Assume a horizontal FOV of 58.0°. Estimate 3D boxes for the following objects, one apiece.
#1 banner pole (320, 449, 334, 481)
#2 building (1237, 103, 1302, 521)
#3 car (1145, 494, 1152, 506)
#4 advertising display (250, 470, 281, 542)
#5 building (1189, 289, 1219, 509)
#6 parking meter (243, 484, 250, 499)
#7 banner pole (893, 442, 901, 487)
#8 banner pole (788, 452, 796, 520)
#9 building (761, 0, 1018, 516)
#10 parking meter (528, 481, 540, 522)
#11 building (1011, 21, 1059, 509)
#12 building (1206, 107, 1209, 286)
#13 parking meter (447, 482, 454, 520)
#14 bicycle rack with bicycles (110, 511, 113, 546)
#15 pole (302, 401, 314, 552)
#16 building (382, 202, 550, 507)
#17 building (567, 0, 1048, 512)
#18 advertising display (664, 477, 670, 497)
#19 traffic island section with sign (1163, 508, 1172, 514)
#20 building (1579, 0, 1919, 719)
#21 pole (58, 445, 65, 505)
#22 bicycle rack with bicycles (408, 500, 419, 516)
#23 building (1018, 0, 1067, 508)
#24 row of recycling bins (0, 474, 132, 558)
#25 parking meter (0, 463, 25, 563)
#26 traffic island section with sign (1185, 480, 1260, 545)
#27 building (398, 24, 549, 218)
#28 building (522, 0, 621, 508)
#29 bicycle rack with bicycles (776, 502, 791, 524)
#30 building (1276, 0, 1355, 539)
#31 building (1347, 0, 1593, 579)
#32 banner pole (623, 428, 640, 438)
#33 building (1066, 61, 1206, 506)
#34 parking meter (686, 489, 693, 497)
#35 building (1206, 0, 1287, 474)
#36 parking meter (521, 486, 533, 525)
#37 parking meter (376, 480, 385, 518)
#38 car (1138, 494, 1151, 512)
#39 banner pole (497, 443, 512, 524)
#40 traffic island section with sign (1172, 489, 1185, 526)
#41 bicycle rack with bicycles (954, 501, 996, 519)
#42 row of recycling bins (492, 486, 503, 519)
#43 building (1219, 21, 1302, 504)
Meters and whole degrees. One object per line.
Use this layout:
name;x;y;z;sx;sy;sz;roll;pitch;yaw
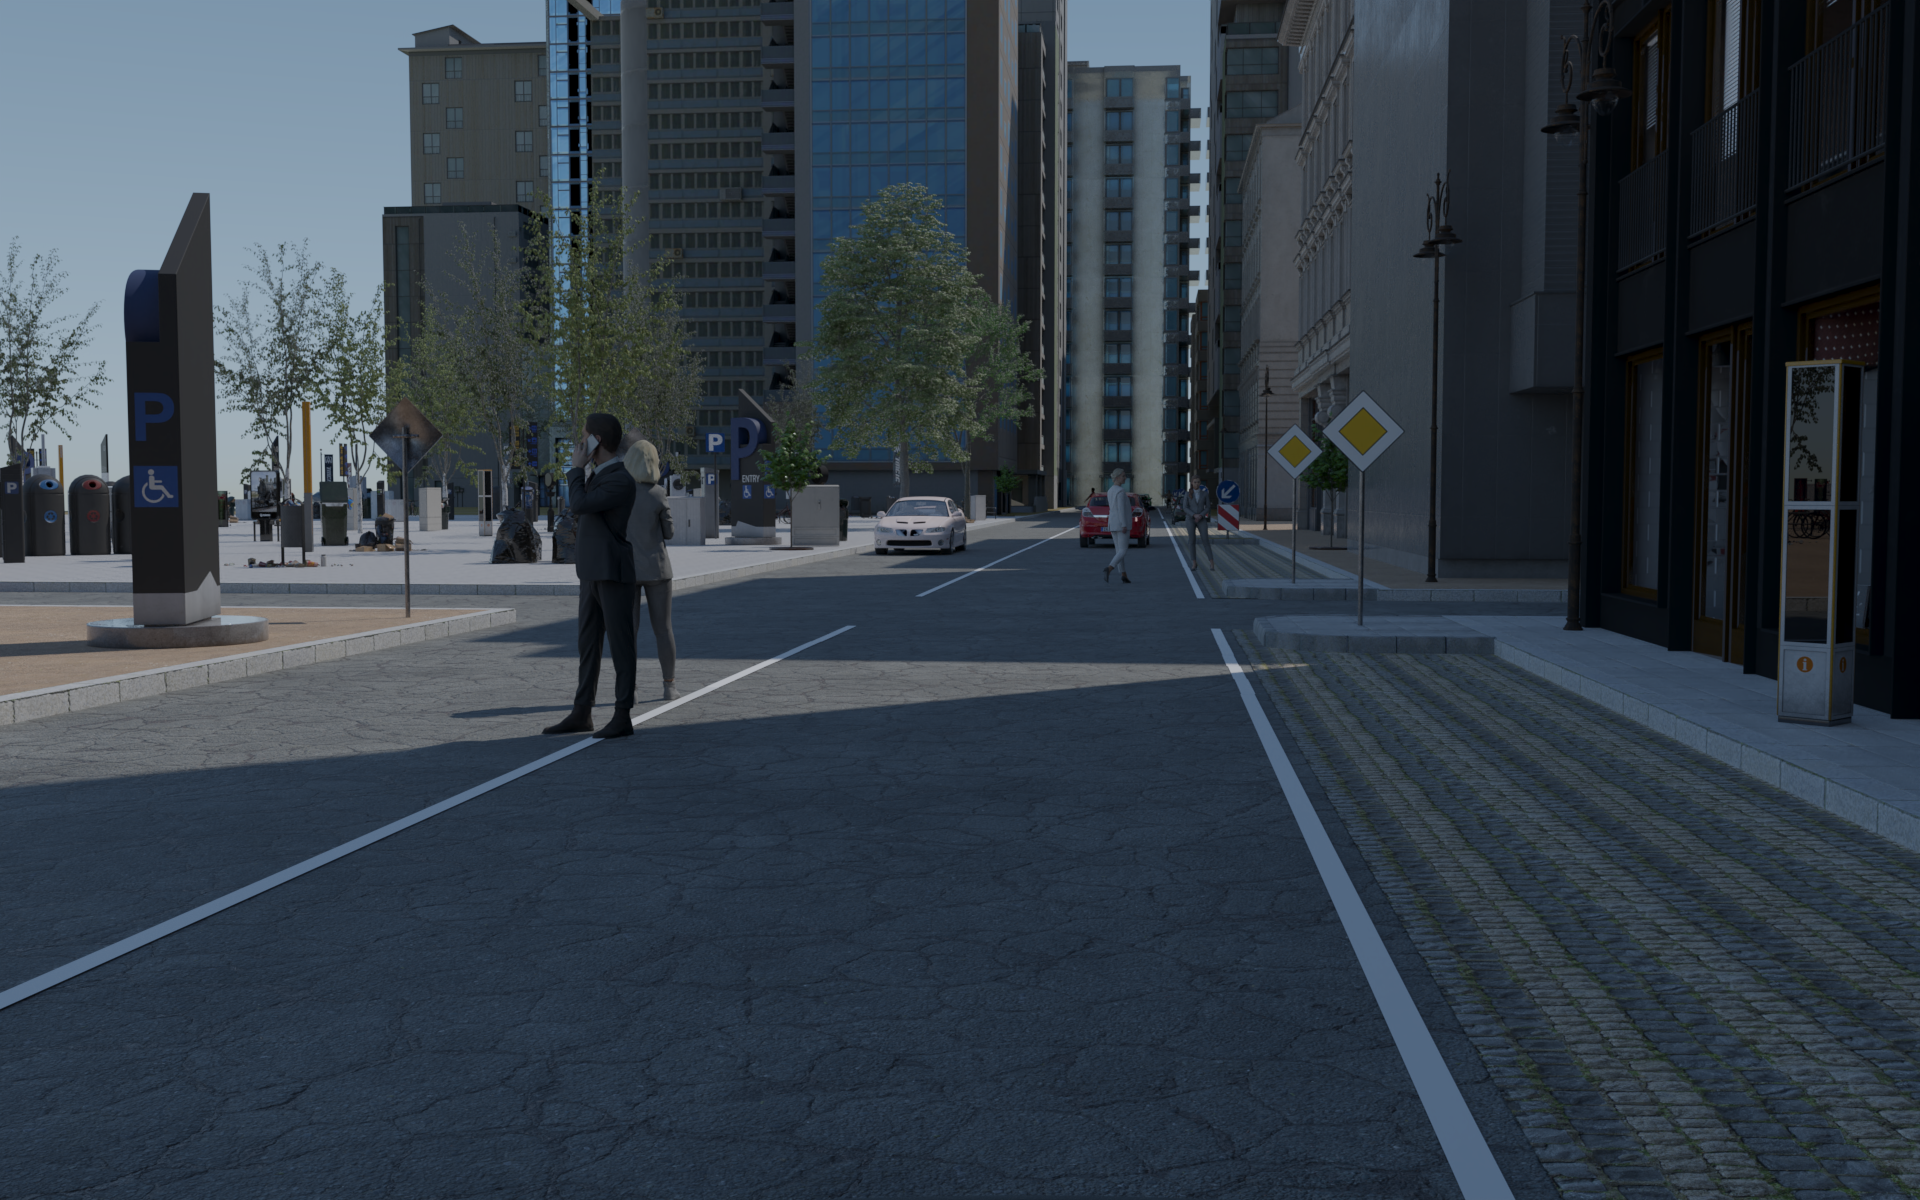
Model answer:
banner pole;-34.973;-6.455;95.558;0.863;3.779;0.401;-2;4;-25
building;19.660;-14.714;89.724;9.793;20.994;18.267;0;4;6
car;17.255;-9.497;164.077;1.959;1.807;4.718;0;4;6
advertising display;-18.774;-2.545;46.826;0.974;1.923;0.123;2;4;24
building;35.380;-19.218;159.260;27.650;21.520;28.899;0;4;6
parking meter;-39.447;-5.517;95.920;0.399;1.863;0.255;1;4;19
banner pole;-2.441;-4.962;71.151;0.863;3.779;0.401;3;4;38
banner pole;-8.125;-5.842;85.535;0.863;3.779;0.401;-3;4;-36
building;-3.839;-27.997;107.869;14.600;45.320;14.200;0;4;6
parking meter;-19.562;-4.510;79.445;0.399;1.863;0.255;1;4;9
building;0.882;-28.283;146.029;14.154;41.232;14.086;0;4;6
building;42.329;-34.939;190.861;30.456;49.044;23.786;0;4;6
parking meter;-25.344;-4.910;85.988;0.399;1.863;0.255;0;4;-5
bicycle rack with bicycles;-19.708;-1.771;42.343;2.852;0.926;2.925;-1;4;-14
pole;-14.389;-2.713;38.207;0.158;3.312;0.155;0;3;0
building;-48.634;-24.679;175.209;14.107;30.474;14.160;0;4;6
building;-9.955;-26.682;128.133;32.217;40.220;23.993;0;4;6
advertising display;-11.389;-3.802;67.375;0.123;1.923;0.974;-1;4;-16
traffic island section with sign;15.985;-7.179;125.997;1.989;1.847;2.006;0;4;6
building;11.264;-10.882;7.597;12.332;23.373;15.834;0;4;6
pole;-37.321;-4.777;71.940;0.158;3.312;0.155;0;3;0
bicycle rack with bicycles;-32.272;-5.354;100.921;2.852;0.926;2.925;-1;4;-18
building;-0.424;-44.535;166.405;20.611;71.187;20.563;0;4;6
row of recycling bins;-18.676;-1.778;36.178;1.069;1.692;3.534;3;5;44
parking meter;-17.640;-1.620;32.197;0.399;1.863;0.255;-2;4;-32
traffic island section with sign;7.567;-2.518;49.794;1.989;1.847;2.006;0;4;6
building;-46.088;-37.542;203.053;27.495;52.752;28.713;0;4;6
building;-26.469;-52.282;167.488;31.000;86.520;22.319;0;4;6
bicycle rack with bicycles;-6.951;-3.754;74.756;2.925;0.926;2.852;0;4;5
building;16.437;-12.819;60.501;10.553;20.767;40.483;0;4;6
building;22.697;-12.862;29.356;30.058;24.678;14.314;0;4;6
banner pole;-11.850;-4.459;62.920;0.863;3.779;0.401;1;4;10
building;11.449;-35.170;194.634;30.456;49.044;23.786;0;4;6
parking meter;-14.314;-5.092;91.657;0.372;1.533;0.369;0;3;0
building;32.591;-33.061;129.785;28.713;52.752;27.495;0;4;6
parking meter;-14.019;-2.917;56.112;0.372;1.533;0.369;0;3;0
parking meter;-24.621;-4.154;73.636;0.255;1.863;0.399;0;4;-3
car;14.363;-7.918;139.238;2.009;1.686;4.222;0;4;7
banner pole;-19.677;-5.190;74.875;0.863;3.779;0.401;2;4;26
traffic island section with sign;10.582;-4.183;77.018;1.989;1.847;2.006;0;4;6
bicycle rack with bicycles;0.634;-4.576;88.201;2.852;0.926;2.925;-1;4;-14
row of recycling bins;-24.079;-5.013;89.070;1.069;1.692;3.534;-2;4;-24
building;23.494;-20.661;109.507;14.160;30.474;14.107;0;4;6
